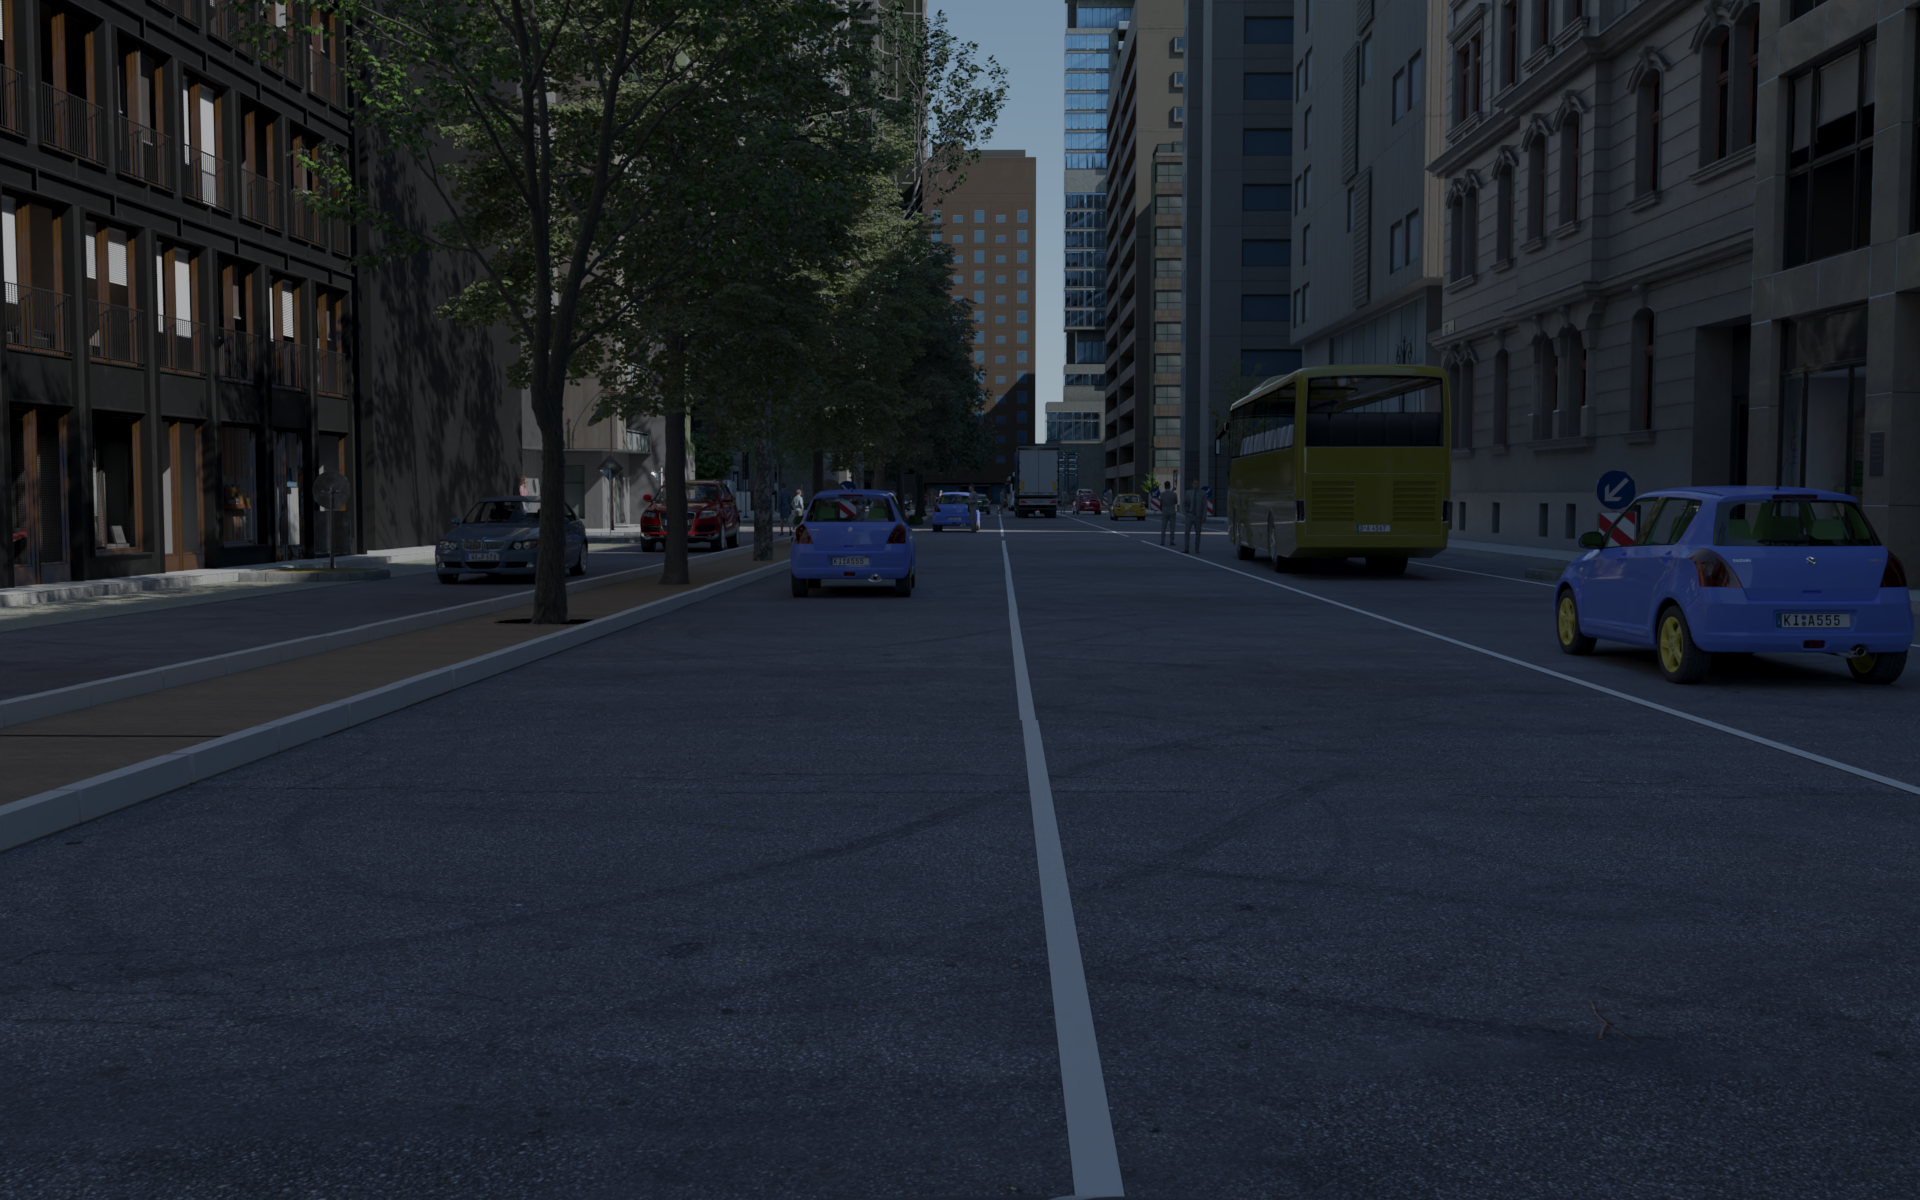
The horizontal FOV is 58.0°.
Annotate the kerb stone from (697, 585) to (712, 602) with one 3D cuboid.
[{"bbox_3d":[-3.530,-0.069,23.431,0.120,0.150,1.000,0,4,1],"label":"kerb stone"}]

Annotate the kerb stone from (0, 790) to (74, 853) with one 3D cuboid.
[{"bbox_3d":[-3.887,0.929,6.999,0.120,0.150,1.000,0,4,1],"label":"kerb stone"}]

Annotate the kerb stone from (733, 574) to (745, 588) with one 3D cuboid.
[{"bbox_3d":[-3.468,-0.263,26.504,0.120,0.150,1.000,0,4,1],"label":"kerb stone"}]

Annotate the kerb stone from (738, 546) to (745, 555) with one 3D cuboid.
[{"bbox_3d":[-5.268,-1.137,40.825,0.120,0.150,1.000,0,4,1],"label":"kerb stone"}]

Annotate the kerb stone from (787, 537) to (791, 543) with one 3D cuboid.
[{"bbox_3d":[-5.076,-1.702,50.026,0.120,0.150,1.000,0,4,1],"label":"kerb stone"}]

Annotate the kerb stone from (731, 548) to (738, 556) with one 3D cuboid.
[{"bbox_3d":[-5.289,-1.077,39.800,0.120,0.150,1.000,0,4,1],"label":"kerb stone"}]

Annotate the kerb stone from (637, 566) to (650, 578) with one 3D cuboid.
[{"bbox_3d":[-5.500,-0.449,29.552,0.120,0.150,1.000,0,4,1],"label":"kerb stone"}]

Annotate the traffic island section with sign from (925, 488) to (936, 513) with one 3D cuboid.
[{"bbox_3d":[-2.224,-7.734,134.594,2.006,1.907,1.989,0,4,1],"label":"traffic island section with sign"}]

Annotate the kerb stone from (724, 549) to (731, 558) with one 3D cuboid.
[{"bbox_3d":[-5.312,-1.006,38.779,0.120,0.150,1.000,0,4,1],"label":"kerb stone"}]

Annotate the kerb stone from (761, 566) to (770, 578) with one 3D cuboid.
[{"bbox_3d":[-3.410,-0.449,29.573,0.120,0.150,1.000,0,4,1],"label":"kerb stone"}]

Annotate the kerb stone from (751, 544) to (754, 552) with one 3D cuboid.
[{"bbox_3d":[-5.219,-1.263,42.871,0.120,0.150,1.000,0,4,1],"label":"kerb stone"}]

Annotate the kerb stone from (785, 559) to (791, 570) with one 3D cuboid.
[{"bbox_3d":[-3.340,-0.638,32.638,0.120,0.150,1.000,0,4,1],"label":"kerb stone"}]

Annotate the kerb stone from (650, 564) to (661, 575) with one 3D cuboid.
[{"bbox_3d":[-5.477,-0.512,30.574,0.120,0.150,1.000,0,4,1],"label":"kerb stone"}]

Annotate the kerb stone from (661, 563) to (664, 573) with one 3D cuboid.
[{"bbox_3d":[-5.464,-0.575,31.596,0.120,0.150,1.000,0,4,1],"label":"kerb stone"}]

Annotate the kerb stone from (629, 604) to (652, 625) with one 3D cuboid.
[{"bbox_3d":[-3.621,0.176,19.321,0.120,0.150,1.000,0,4,1],"label":"kerb stone"}]

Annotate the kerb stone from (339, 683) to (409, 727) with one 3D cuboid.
[{"bbox_3d":[-3.789,0.677,11.125,0.120,0.150,1.000,0,4,1],"label":"kerb stone"}]

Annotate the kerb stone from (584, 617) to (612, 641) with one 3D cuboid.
[{"bbox_3d":[-3.667,0.302,17.267,0.120,0.150,1.000,0,4,1],"label":"kerb stone"}]

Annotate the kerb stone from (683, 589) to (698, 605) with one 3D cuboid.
[{"bbox_3d":[-3.563,-0.011,22.402,0.120,0.150,1.000,0,4,1],"label":"kerb stone"}]

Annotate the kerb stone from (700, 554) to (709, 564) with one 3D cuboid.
[{"bbox_3d":[-5.369,-0.826,35.701,0.120,0.150,1.000,0,4,1],"label":"kerb stone"}]

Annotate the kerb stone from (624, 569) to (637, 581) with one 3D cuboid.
[{"bbox_3d":[-5.525,-0.387,28.528,0.120,0.150,1.000,0,4,1],"label":"kerb stone"}]

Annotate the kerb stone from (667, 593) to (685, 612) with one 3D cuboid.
[{"bbox_3d":[-3.576,0.050,21.379,0.120,0.150,1.000,0,4,1],"label":"kerb stone"}]

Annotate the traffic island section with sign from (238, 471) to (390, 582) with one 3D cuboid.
[{"bbox_3d":[-10.688,-1.244,28.967,1.989,1.847,2.006,0,4,1],"label":"traffic island section with sign"}]

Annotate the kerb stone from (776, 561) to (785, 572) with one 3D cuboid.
[{"bbox_3d":[-3.372,-0.576,31.617,0.120,0.150,1.000,0,4,1],"label":"kerb stone"}]

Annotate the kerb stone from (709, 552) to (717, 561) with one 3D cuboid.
[{"bbox_3d":[-5.355,-0.884,36.735,0.120,0.150,1.000,0,4,1],"label":"kerb stone"}]

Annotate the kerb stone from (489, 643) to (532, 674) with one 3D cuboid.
[{"bbox_3d":[-3.725,0.489,14.197,0.120,0.150,1.000,0,4,1],"label":"kerb stone"}]

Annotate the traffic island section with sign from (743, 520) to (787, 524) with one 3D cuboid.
[{"bbox_3d":[-9.505,-4.653,84.703,1.989,1.847,2.006,0,4,1],"label":"traffic island section with sign"}]

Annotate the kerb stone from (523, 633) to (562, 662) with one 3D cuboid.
[{"bbox_3d":[-3.707,0.427,15.218,0.120,0.150,1.000,0,4,1],"label":"kerb stone"}]

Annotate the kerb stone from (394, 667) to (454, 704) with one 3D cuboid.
[{"bbox_3d":[-3.783,0.615,12.148,0.120,0.150,1.000,0,4,1],"label":"kerb stone"}]

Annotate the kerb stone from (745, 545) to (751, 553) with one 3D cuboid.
[{"bbox_3d":[-5.247,-1.202,41.849,0.120,0.150,1.000,0,4,1],"label":"kerb stone"}]

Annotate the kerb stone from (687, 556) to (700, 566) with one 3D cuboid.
[{"bbox_3d":[-5.397,-0.764,34.680,0.120,0.150,1.000,0,4,1],"label":"kerb stone"}]

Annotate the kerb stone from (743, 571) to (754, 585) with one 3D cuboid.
[{"bbox_3d":[-3.447,-0.326,27.530,0.120,0.150,1.000,0,4,1],"label":"kerb stone"}]

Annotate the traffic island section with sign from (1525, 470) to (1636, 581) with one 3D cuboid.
[{"bbox_3d":[10.656,-1.256,29.156,1.989,1.847,2.006,0,4,1],"label":"traffic island section with sign"}]

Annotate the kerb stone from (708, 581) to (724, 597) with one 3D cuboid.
[{"bbox_3d":[-3.514,-0.138,24.455,0.120,0.150,1.000,0,4,1],"label":"kerb stone"}]

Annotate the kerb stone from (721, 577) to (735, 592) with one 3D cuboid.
[{"bbox_3d":[-3.486,-0.201,25.482,0.120,0.150,1.000,0,4,1],"label":"kerb stone"}]

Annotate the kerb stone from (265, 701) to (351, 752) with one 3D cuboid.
[{"bbox_3d":[-3.817,0.740,10.099,0.120,0.150,1.000,0,4,1],"label":"kerb stone"}]

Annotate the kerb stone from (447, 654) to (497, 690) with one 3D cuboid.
[{"bbox_3d":[-3.749,0.552,13.175,0.120,0.150,1.000,0,4,1],"label":"kerb stone"}]

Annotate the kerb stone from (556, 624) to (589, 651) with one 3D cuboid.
[{"bbox_3d":[-3.682,0.364,16.245,0.120,0.150,1.000,0,4,1],"label":"kerb stone"}]

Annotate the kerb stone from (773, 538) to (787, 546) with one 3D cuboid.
[{"bbox_3d":[-5.092,-1.640,49.005,0.120,0.150,1.000,0,4,1],"label":"kerb stone"}]

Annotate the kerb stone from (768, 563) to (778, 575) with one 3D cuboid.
[{"bbox_3d":[-3.382,-0.514,30.595,0.120,0.150,1.000,0,4,1],"label":"kerb stone"}]

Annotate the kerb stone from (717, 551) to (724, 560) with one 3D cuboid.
[{"bbox_3d":[-5.329,-0.949,37.757,0.120,0.150,1.000,0,4,1],"label":"kerb stone"}]

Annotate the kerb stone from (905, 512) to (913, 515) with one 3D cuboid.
[{"bbox_3d":[-3.561,-6.068,121.400,0.120,0.150,1.000,0,4,1],"label":"kerb stone"}]

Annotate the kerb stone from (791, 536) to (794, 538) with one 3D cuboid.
[{"bbox_3d":[-5.054,-1.765,51.048,0.120,0.150,1.000,0,4,1],"label":"kerb stone"}]

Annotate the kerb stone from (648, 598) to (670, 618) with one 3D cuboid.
[{"bbox_3d":[-3.598,0.113,20.349,0.120,0.150,1.000,0,4,1],"label":"kerb stone"}]

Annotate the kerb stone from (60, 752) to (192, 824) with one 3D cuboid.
[{"bbox_3d":[-3.864,0.867,8.026,0.120,0.150,1.000,0,4,1],"label":"kerb stone"}]

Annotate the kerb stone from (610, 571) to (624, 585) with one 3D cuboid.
[{"bbox_3d":[-5.546,-0.324,27.495,0.120,0.150,1.000,0,4,1],"label":"kerb stone"}]

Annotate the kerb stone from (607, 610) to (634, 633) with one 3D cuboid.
[{"bbox_3d":[-3.639,0.241,18.289,0.120,0.150,1.000,0,4,1],"label":"kerb stone"}]

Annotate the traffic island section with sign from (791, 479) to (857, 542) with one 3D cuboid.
[{"bbox_3d":[-3.972,-2.687,52.067,2.006,1.907,1.989,0,4,1],"label":"traffic island section with sign"}]

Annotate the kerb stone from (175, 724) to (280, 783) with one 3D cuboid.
[{"bbox_3d":[-3.840,0.803,9.071,0.120,0.150,1.000,0,4,1],"label":"kerb stone"}]

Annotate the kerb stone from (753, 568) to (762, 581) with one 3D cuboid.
[{"bbox_3d":[-3.427,-0.388,28.551,0.120,0.150,1.000,0,4,1],"label":"kerb stone"}]
